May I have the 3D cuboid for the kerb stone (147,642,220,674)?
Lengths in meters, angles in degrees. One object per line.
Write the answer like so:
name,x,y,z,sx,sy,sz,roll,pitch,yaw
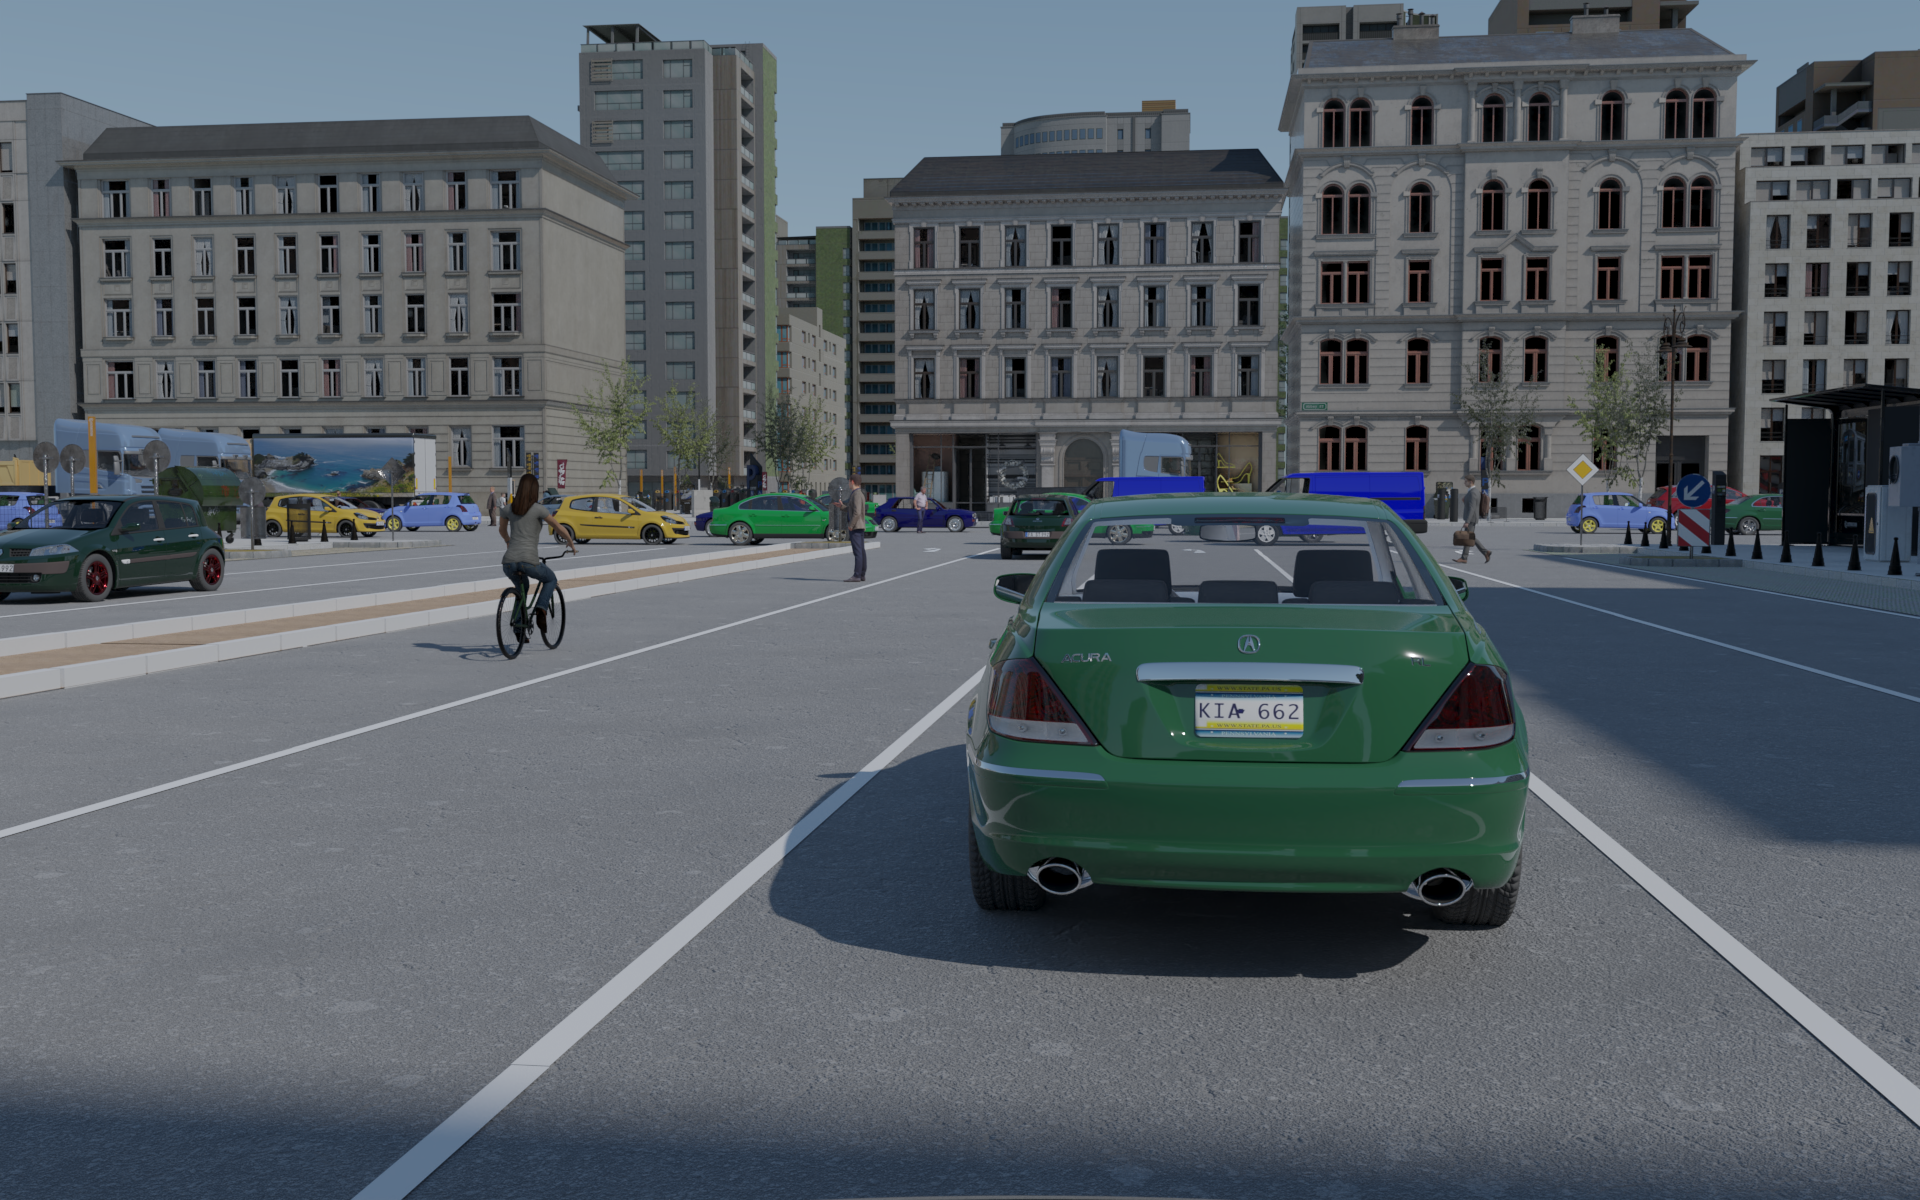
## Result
kerb stone,-6.454,0.487,14.278,0.120,0.150,1.000,0,4,8

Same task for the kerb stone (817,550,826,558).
kerb stone,-3.215,-1.015,38.805,0.120,0.150,1.000,0,4,8

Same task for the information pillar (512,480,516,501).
information pillar,-23.276,-5.233,90.053,0.304,2.012,0.304,0,4,-5

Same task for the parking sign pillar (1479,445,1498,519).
parking sign pillar,27.417,-6.229,90.314,1.447,3.967,1.447,1,4,18

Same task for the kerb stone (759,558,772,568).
kerb stone,-3.881,-0.700,33.706,0.120,0.150,1.000,0,4,8

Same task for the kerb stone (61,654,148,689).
kerb stone,-6.587,0.547,13.254,0.120,0.150,1.000,0,4,8

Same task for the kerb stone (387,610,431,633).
kerb stone,-5.915,0.234,18.371,0.120,0.150,1.000,0,4,8

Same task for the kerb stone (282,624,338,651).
kerb stone,-6.188,0.359,16.323,0.120,0.150,1.000,0,4,8

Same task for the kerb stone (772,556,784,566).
kerb stone,-3.747,-0.766,34.724,0.120,0.150,1.000,0,4,8

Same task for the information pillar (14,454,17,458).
information pillar,-55.047,-6.709,101.052,0.183,3.616,0.504,-3,5,-42

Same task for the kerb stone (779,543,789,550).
kerb stone,-4.613,-1.346,44.196,0.120,0.150,1.000,0,4,8

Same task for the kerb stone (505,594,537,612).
kerb stone,-5.512,0.047,21.434,0.120,0.150,1.000,0,4,8

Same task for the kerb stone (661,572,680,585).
kerb stone,-4.699,-0.328,27.560,0.120,0.150,1.000,0,4,8

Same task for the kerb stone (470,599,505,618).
kerb stone,-5.641,0.111,20.410,0.120,0.150,1.000,0,4,8

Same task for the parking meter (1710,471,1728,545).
parking meter,19.088,-2.316,43.581,0.255,1.863,0.399,0,4,7

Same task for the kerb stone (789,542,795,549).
kerb stone,-4.473,-1.407,45.223,0.120,0.150,1.000,0,4,8

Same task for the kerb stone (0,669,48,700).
kerb stone,-6.731,0.610,12.227,0.120,0.150,1.000,0,4,8

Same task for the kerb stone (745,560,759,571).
kerb stone,-4.022,-0.641,32.682,0.120,0.150,1.000,0,4,8

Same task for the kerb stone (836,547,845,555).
kerb stone,-2.940,-1.140,40.841,0.120,0.150,1.000,0,4,8

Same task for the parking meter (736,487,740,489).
parking meter,-18.373,-8.433,143.594,0.255,1.863,0.399,1,4,15

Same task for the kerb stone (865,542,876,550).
kerb stone,-2.404,-1.390,44.916,0.120,0.150,1.000,0,4,8

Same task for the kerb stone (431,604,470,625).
kerb stone,-5.779,0.172,19.391,0.120,0.150,1.000,0,4,8

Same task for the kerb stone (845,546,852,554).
kerb stone,-2.803,-1.195,41.860,0.120,0.150,1.000,0,4,8

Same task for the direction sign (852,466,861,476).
direction sign,-8.266,-8.938,138.137,0.876,3.537,0.379,-3,5,-44

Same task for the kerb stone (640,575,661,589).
kerb stone,-4.835,-0.266,26.537,0.120,0.150,1.000,0,4,8

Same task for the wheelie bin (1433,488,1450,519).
wheelie bin,24.827,-4.977,89.286,0.693,1.594,0.980,-2,4,-32

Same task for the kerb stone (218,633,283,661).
kerb stone,-6.325,0.422,15.302,0.120,0.150,1.000,0,4,8

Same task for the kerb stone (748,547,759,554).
kerb stone,-5.018,-1.158,41.123,0.120,0.150,1.000,0,4,8

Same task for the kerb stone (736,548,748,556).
kerb stone,-5.153,-1.088,40.104,0.120,0.150,1.000,0,4,8

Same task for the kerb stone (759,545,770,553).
kerb stone,-4.876,-1.218,42.153,0.120,0.150,1.000,0,4,8

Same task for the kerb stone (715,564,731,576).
kerb stone,-4.291,-0.515,30.620,0.120,0.150,1.000,0,4,8

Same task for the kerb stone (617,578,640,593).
kerb stone,-4.968,-0.201,25.519,0.120,0.150,1.000,0,4,8

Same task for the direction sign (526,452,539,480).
direction sign,-23.248,-6.254,94.242,0.379,3.537,0.876,2,4,35

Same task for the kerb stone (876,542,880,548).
kerb stone,-2.265,-1.452,45.934,0.120,0.150,1.000,0,4,8

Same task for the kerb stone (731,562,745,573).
kerb stone,-4.159,-0.575,31.648,0.120,0.150,1.000,0,4,8

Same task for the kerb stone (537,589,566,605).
kerb stone,-5.372,-0.013,22.455,0.120,0.150,1.000,0,4,8

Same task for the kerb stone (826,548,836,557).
kerb stone,-3.075,-1.078,39.822,0.120,0.150,1.000,0,4,8

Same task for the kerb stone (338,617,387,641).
kerb stone,-6.054,0.296,17.353,0.120,0.150,1.000,0,4,8

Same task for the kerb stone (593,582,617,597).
kerb stone,-5.110,-0.141,24.501,0.120,0.150,1.000,0,4,8

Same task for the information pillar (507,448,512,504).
information pillar,-23.024,-5.944,88.535,0.183,3.616,0.504,-2,4,-33

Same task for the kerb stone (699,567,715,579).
kerb stone,-4.425,-0.453,29.601,0.120,0.150,1.000,0,4,8

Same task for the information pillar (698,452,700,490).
information pillar,-14.525,-6.429,96.468,0.183,3.616,0.504,-1,4,-9

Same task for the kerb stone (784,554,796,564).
kerb stone,-3.614,-0.829,35.748,0.120,0.150,1.000,0,4,8

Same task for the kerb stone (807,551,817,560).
kerb stone,-3.339,-0.951,37.785,0.120,0.150,1.000,0,4,8

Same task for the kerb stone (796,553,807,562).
kerb stone,-3.474,-0.891,36.766,0.120,0.150,1.000,0,4,8

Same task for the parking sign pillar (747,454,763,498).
parking sign pillar,-13.672,-7.754,115.250,1.447,3.967,1.447,-3,5,-40

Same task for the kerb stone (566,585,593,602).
kerb stone,-5.234,-0.078,23.473,0.120,0.150,1.000,0,4,8

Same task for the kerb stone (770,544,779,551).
kerb stone,-4.743,-1.279,43.173,0.120,0.150,1.000,0,4,8

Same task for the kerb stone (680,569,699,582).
kerb stone,-4.557,-0.391,28.582,0.120,0.150,1.000,0,4,8
